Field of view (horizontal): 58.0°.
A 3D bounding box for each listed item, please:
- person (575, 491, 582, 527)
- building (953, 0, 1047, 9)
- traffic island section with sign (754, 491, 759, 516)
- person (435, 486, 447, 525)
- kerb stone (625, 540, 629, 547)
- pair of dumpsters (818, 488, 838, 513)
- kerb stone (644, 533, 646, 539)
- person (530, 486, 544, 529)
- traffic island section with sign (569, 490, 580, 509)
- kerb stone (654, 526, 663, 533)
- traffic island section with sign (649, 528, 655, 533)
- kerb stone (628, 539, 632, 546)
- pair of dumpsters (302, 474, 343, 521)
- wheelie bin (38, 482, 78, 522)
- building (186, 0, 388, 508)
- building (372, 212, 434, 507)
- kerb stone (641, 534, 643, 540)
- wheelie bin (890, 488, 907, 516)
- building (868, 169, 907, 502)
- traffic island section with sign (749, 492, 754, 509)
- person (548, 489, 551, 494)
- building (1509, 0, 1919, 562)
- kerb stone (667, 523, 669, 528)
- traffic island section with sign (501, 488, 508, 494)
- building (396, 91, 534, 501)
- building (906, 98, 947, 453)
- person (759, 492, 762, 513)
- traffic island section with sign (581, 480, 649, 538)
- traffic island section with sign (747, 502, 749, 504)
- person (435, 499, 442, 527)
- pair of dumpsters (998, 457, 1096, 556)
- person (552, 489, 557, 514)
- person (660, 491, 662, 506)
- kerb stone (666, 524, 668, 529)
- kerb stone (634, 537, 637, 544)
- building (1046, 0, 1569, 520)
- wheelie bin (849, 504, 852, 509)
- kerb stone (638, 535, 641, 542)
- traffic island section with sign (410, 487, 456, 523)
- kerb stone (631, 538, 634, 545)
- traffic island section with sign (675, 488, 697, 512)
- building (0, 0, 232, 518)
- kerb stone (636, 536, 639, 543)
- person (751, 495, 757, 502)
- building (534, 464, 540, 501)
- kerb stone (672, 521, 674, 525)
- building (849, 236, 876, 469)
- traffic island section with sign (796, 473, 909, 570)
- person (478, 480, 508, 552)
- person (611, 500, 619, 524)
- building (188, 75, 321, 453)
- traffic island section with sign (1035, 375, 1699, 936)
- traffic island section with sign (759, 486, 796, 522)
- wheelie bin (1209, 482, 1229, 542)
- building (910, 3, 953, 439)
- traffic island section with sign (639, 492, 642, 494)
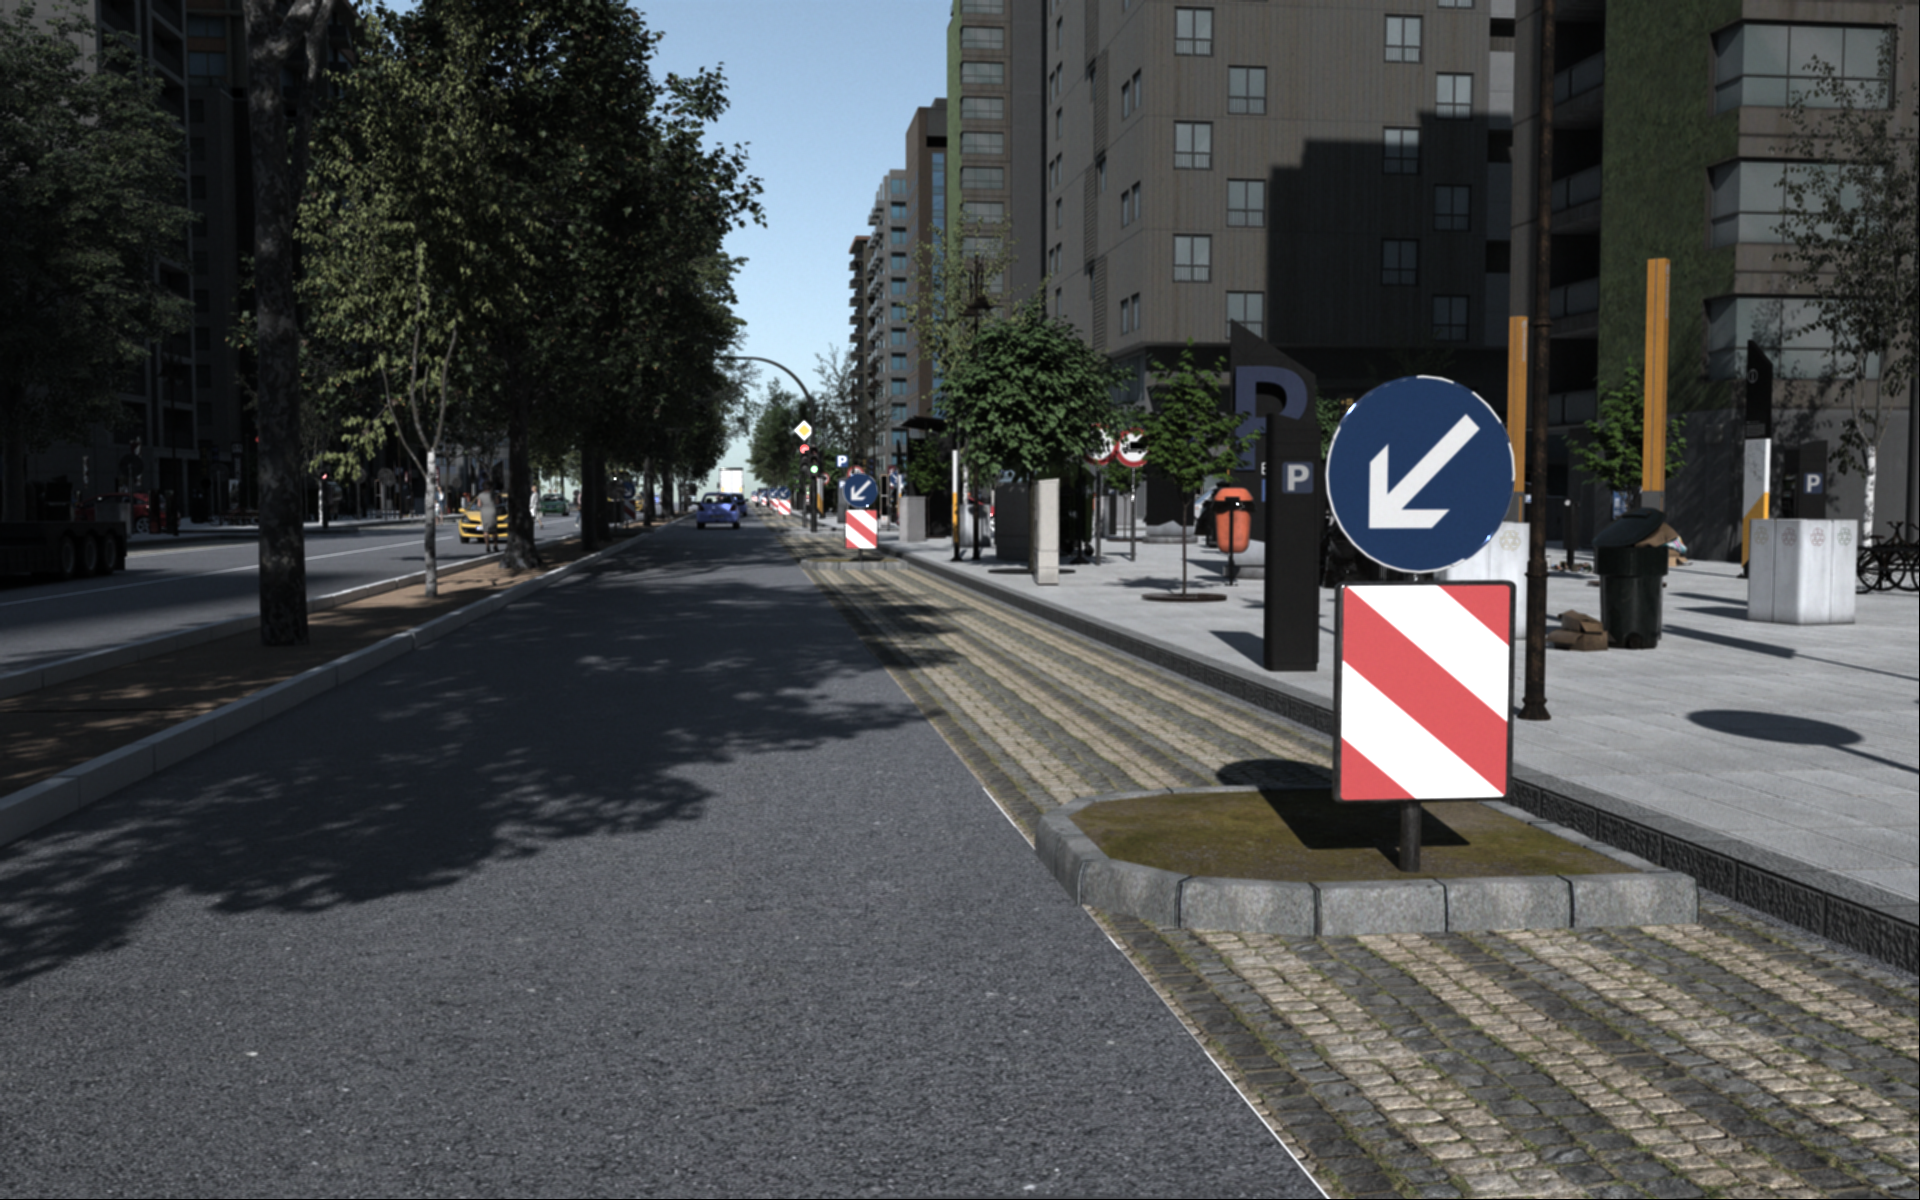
[{"bbox_3d":[-16.499,-4.067,75.592,0.643,1.750,0.593,3,5,42],"label":"person"},{"bbox_3d":[6.226,-27.575,134.454,14.154,41.232,14.086,0,4,-7],"label":"building"},{"bbox_3d":[-12.484,-6.509,115.048,1.989,1.847,2.006,0,4,-7],"label":"traffic island section with sign"},{"bbox_3d":[-23.877,-4.344,79.551,0.581,1.822,0.654,-1,4,-17],"label":"person"},{"bbox_3d":[-8.944,-1.456,46.027,0.120,0.150,1.000,0,4,-7],"label":"kerb stone"},{"bbox_3d":[-8.904,-7.020,117.270,1.574,2.255,4.437,0,4,-7],"label":"pair of dumpsters"},{"bbox_3d":[-9.978,-1.956,54.175,0.120,0.150,1.000,0,4,-7],"label":"kerb stone"},{"bbox_3d":[-17.251,-3.759,70.315,0.624,1.780,0.694,2,4,25],"label":"person"},{"bbox_3d":[-36.007,-9.436,162.904,1.989,1.847,2.006,0,4,-7],"label":"traffic island section with sign"},{"bbox_3d":[-11.467,-2.668,65.856,0.120,0.150,1.000,0,4,-7],"label":"kerb stone"},{"bbox_3d":[-12.393,-3.459,64.690,2.006,1.907,1.989,0,4,-7],"label":"traffic island section with sign"},{"bbox_3d":[-9.066,-1.517,47.042,0.120,0.150,1.000,0,4,-7],"label":"kerb stone"},{"bbox_3d":[-30.962,-4.941,83.275,1.574,2.255,4.437,0,4,-7],"label":"pair of dumpsters"},{"bbox_3d":[-24.035,-2.343,46.213,0.980,1.594,0.693,-1,4,-15],"label":"wheelie bin"},{"bbox_3d":[-62.256,-30.195,148.319,22.147,44.769,28.867,0,4,-7],"label":"building"},{"bbox_3d":[-60.412,-24.420,170.966,14.160,30.474,14.107,0,4,-7],"label":"building"},{"bbox_3d":[-9.712,-1.827,52.125,0.120,0.150,1.000,0,4,-7],"label":"kerb stone"},{"bbox_3d":[-3.198,-5.096,91.225,0.693,1.594,0.980,3,5,43],"label":"wheelie bin"},{"bbox_3d":[-1.942,-38.950,256.443,23.786,49.044,30.456,0,4,-7],"label":"building"},{"bbox_3d":[-18.695,-9.482,163.656,1.989,1.847,2.006,0,4,-7],"label":"traffic island section with sign"},{"bbox_3d":[-30.752,-7.372,129.306,0.573,1.790,0.520,-2,4,-31],"label":"person"},{"bbox_3d":[20.548,-21.740,39.038,14.154,41.232,14.086,0,4,-7],"label":"building"},{"bbox_3d":[-12.110,-2.982,70.954,0.120,0.150,1.000,0,4,-7],"label":"kerb stone"},{"bbox_3d":[-29.659,-6.390,113.105,1.989,1.847,2.006,0,4,-7],"label":"traffic island section with sign"},{"bbox_3d":[-72.967,-42.976,244.649,21.231,58.520,28.212,0,4,-7],"label":"building"},{"bbox_3d":[1.422,-33.474,197.416,14.600,45.320,14.200,0,4,-7],"label":"building"},{"bbox_3d":[-14.580,-7.101,126.412,0.330,1.601,0.589,0,4,2],"label":"person"},{"bbox_3d":[-11.465,-3.009,57.341,2.006,1.907,1.989,0,4,-7],"label":"traffic island section with sign"},{"bbox_3d":[-22.195,-11.160,191.101,1.989,1.847,2.006,0,4,-7],"label":"traffic island section with sign"},{"bbox_3d":[-23.046,-3.844,76.358,0.505,1.210,0.382,1,4,12],"label":"person"},{"bbox_3d":[1.880,-2.153,37.703,1.574,2.255,4.437,0,4,-7],"label":"pair of dumpsters"},{"bbox_3d":[-29.609,-7.229,126.925,0.641,1.798,0.478,-1,4,-16],"label":"person"},{"bbox_3d":[-36.095,-12.315,209.944,0.705,1.812,1.348,1,4,8],"label":"person"},{"bbox_3d":[-11.986,-2.919,69.931,0.120,0.150,1.000,0,4,-7],"label":"kerb stone"},{"bbox_3d":[-9.325,-1.644,49.075,0.120,0.150,1.000,0,4,-7],"label":"kerb stone"},{"bbox_3d":[20.011,-31.101,97.746,27.495,52.752,28.713,0,4,-7],"label":"building"},{"bbox_3d":[-8.062,-7.238,126.249,0.980,1.594,0.693,-1,4,-17],"label":"wheelie bin"},{"bbox_3d":[-9.585,-1.764,51.111,0.120,0.150,1.000,0,4,-7],"label":"kerb stone"},{"bbox_3d":[-26.246,-4.755,86.366,1.989,1.847,2.006,0,4,-7],"label":"traffic island section with sign"},{"bbox_3d":[-9.207,-1.582,48.060,0.120,0.150,1.000,0,4,-7],"label":"kerb stone"},{"bbox_3d":[-21.912,-8.018,139.225,2.006,1.907,1.989,0,4,-7],"label":"traffic island section with sign"},{"bbox_3d":[-53.084,-40.255,96.415,20.563,71.187,20.611,0,4,-7],"label":"building"},{"bbox_3d":[-9.458,-1.706,50.096,0.120,0.150,1.000,0,4,-7],"label":"kerb stone"},{"bbox_3d":[-34.172,-17.082,287.744,1.348,1.831,0.705,2,4,31],"label":"person"},{"bbox_3d":[-72.836,-30.288,266.910,14.160,30.474,14.107,0,4,-7],"label":"building"},{"bbox_3d":[-12.763,-3.293,76.040,0.120,0.150,1.000,0,4,-7],"label":"kerb stone"},{"bbox_3d":[-6.974,-38.695,287.292,22.147,44.769,28.867,0,4,-7],"label":"building"},{"bbox_3d":[-2.072,-1.514,33.389,1.989,1.847,2.006,0,4,-7],"label":"traffic island section with sign"},{"bbox_3d":[-11.498,-2.067,42.656,0.716,1.782,0.532,0,4,-8],"label":"person"},{"bbox_3d":[-16.205,-4.419,81.430,0.731,1.740,0.598,2,4,24],"label":"person"},{"bbox_3d":[-54.512,-21.486,122.992,14.160,30.474,14.107,0,4,-7],"label":"building"},{"bbox_3d":[1.340,0.127,6.548,1.989,1.847,2.006,0,4,-7],"label":"traffic island section with sign"},{"bbox_3d":[-9.072,-4.867,88.204,1.989,1.847,2.006,0,4,-7],"label":"traffic island section with sign"},{"bbox_3d":[7.126,-2.359,46.482,0.693,1.594,0.980,-3,4,-36],"label":"wheelie bin"},{"bbox_3d":[7.530,-52.693,174.194,22.319,86.520,31.000,0,4,-7],"label":"building"},{"bbox_3d":[-49.872,-16.080,271.527,1.989,1.847,2.006,0,4,-7],"label":"traffic island section with sign"}]
